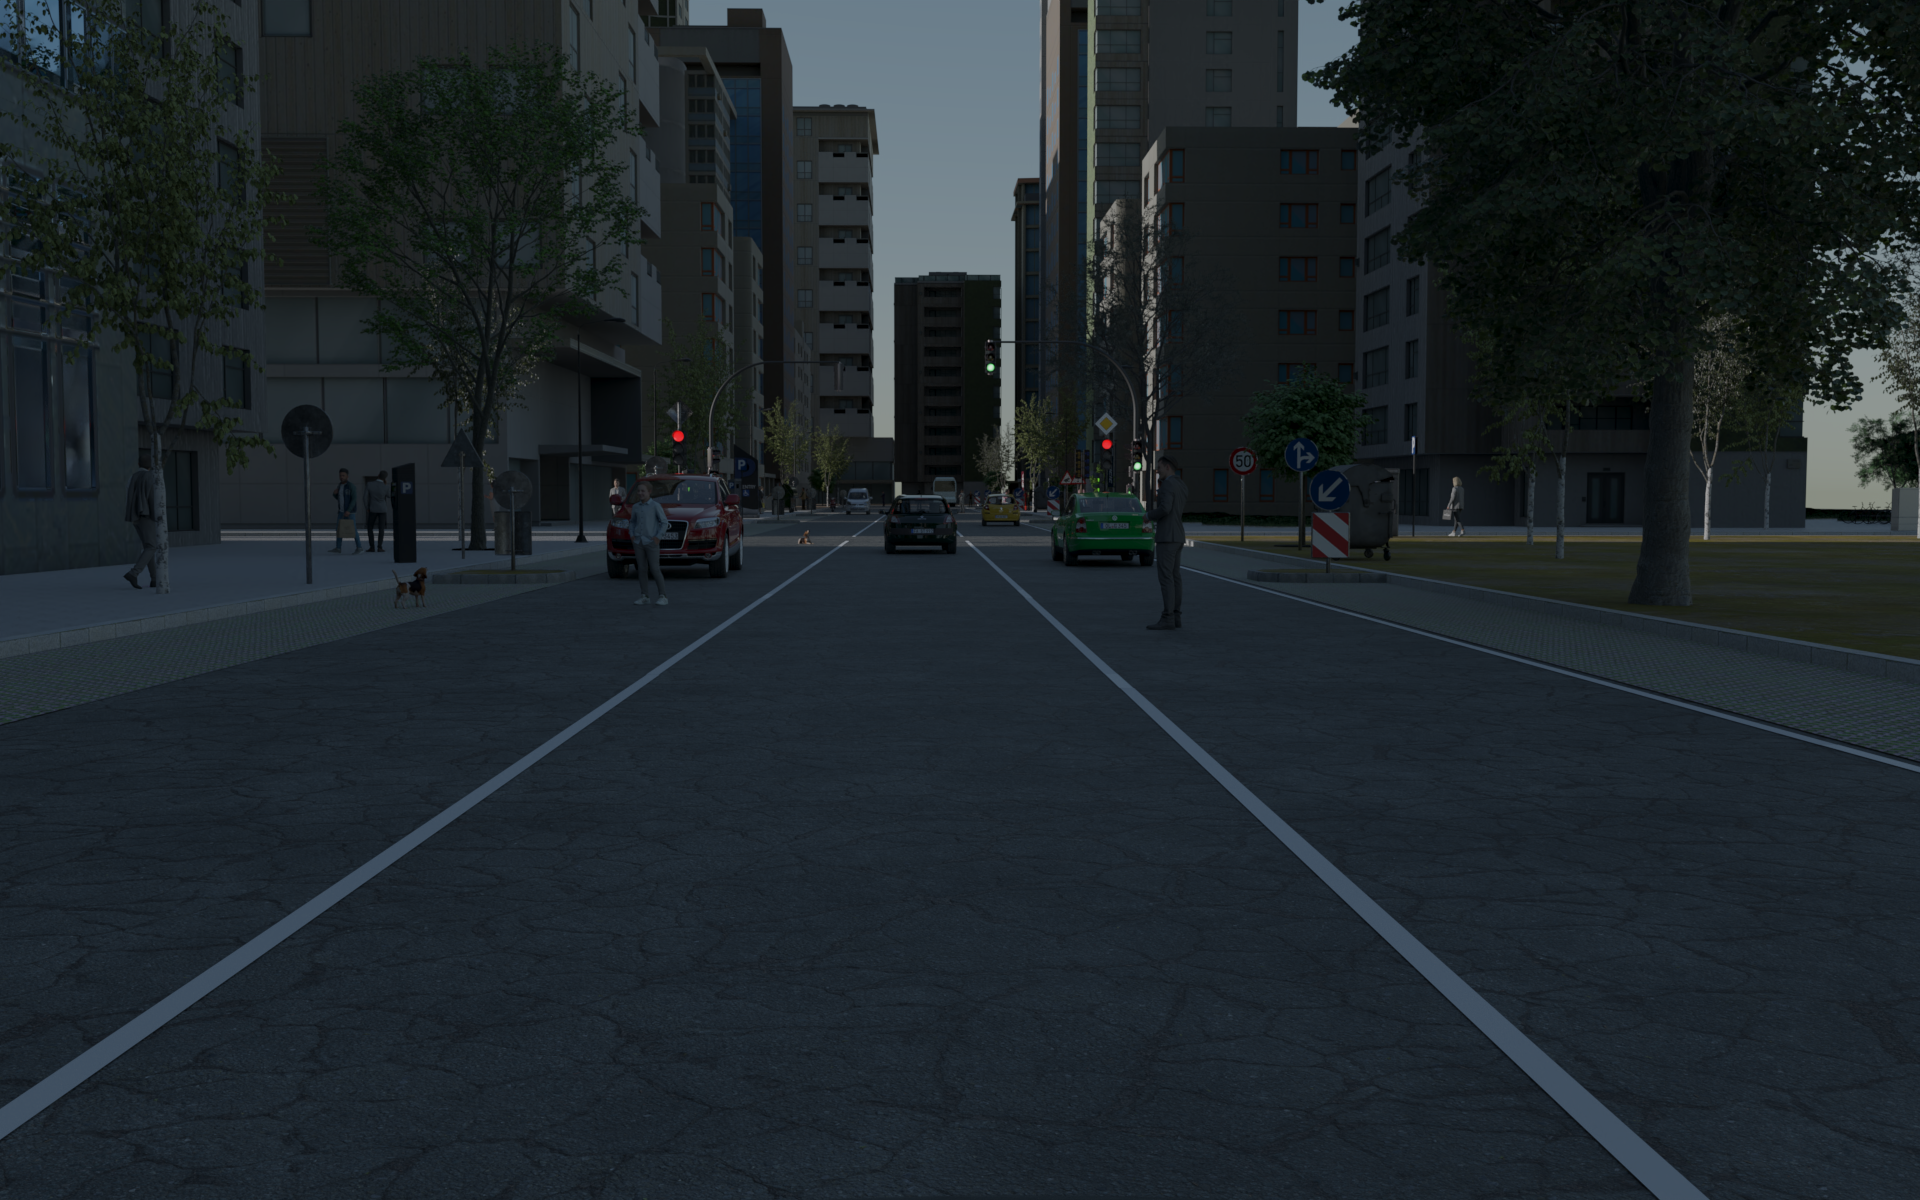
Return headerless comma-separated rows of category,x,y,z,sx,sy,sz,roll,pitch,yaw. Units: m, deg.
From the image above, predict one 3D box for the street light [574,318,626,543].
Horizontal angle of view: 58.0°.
street light,-9.490,-4.475,45.709,1.470,5.913,1.316,0,4,-1

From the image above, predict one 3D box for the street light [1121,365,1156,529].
street light,6.431,-5.514,62.689,1.470,5.913,1.316,0,4,-1

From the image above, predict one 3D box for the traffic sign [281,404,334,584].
traffic sign,-9.290,-1.501,24.654,0.768,2.556,0.104,0,4,4

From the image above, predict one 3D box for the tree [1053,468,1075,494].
tree,6.920,-7.193,112.206,1.663,3.219,1.824,0,3,0

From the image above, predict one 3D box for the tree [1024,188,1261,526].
tree,7.553,-9.754,69.852,12.009,13.543,11.850,0,3,0

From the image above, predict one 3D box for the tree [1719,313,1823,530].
tree,28.874,-6.831,62.049,4.737,8.622,4.395,0,3,0

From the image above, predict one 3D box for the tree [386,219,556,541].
tree,-13.449,-5.928,47.287,4.360,8.622,3.978,0,3,0

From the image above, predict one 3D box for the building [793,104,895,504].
building,-22.736,-39.448,234.216,27.495,52.752,28.713,0,4,-1

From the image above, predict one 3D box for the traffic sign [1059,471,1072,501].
traffic sign,5.890,-5.821,95.183,0.884,2.594,0.081,0,4,4

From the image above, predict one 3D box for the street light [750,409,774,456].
street light,-10.825,-7.449,94.330,1.470,5.913,1.316,0,4,-1

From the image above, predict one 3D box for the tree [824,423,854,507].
tree,-13.403,-13.901,177.639,4.737,8.622,4.395,0,3,0

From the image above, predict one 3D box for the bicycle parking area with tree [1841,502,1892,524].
bicycle parking area with tree,41.495,-5.158,71.342,9.016,4.147,8.231,2,4,25

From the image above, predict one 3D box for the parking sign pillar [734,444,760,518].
parking sign pillar,-11.427,-6.361,92.477,1.447,3.967,1.447,0,4,-4

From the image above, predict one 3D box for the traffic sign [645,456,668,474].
traffic sign,-10.197,-3.552,58.186,0.768,2.556,0.104,0,3,0

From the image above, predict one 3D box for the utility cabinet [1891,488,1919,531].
utility cabinet,32.788,-3.140,60.022,1.173,1.500,0.318,-2,4,-26

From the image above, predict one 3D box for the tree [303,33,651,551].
tree,-10.810,-6.935,39.143,9.928,11.665,9.643,0,3,0

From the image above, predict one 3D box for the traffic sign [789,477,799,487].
traffic sign,-12.147,-7.733,126.537,0.768,2.556,0.104,0,4,3

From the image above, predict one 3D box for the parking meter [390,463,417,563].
parking meter,-10.371,-1.625,32.277,0.399,1.863,0.255,-3,5,-41

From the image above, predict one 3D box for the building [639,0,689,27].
building,-47.022,-48.323,228.329,20.611,71.187,20.563,0,4,-1

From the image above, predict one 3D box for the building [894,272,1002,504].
building,-1.757,-27.921,228.211,14.107,30.474,14.160,0,4,-1

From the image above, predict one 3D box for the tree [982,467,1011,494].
tree,4.112,-13.252,200.377,4.285,4.588,4.351,0,3,0

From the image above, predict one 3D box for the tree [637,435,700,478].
tree,-15.801,-6.744,93.981,4.285,4.588,4.351,0,3,0

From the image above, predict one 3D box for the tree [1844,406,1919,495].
tree,61.873,-8.918,108.718,11.467,7.101,20.602,0,4,-2

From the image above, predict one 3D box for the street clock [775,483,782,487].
street clock,-11.902,-6.670,113.626,0.471,2.002,0.358,-1,4,-22

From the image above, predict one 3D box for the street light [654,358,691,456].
street light,-9.890,-5.310,59.355,1.470,5.913,1.316,0,4,-1

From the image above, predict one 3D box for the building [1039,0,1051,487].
building,18.199,-38.305,168.287,21.231,58.520,28.212,0,4,-1

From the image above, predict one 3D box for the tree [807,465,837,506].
tree,-14.894,-12.455,187.350,4.285,4.588,4.351,0,3,0

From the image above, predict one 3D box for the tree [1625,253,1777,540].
tree,21.102,-6.026,48.894,4.360,8.622,3.978,0,3,0

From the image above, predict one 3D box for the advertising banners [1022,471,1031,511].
advertising banners,5.015,-8.301,131.914,0.090,3.025,2.074,-1,4,-15

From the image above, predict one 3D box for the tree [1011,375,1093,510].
tree,6.084,-9.335,102.994,4.737,8.622,4.395,0,3,0

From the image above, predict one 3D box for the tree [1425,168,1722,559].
tree,11.752,-5.139,34.382,4.737,8.622,4.395,0,3,0

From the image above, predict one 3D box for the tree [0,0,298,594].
tree,-10.260,-4.372,21.846,4.737,8.622,4.395,0,3,0

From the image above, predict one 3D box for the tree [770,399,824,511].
tree,-13.235,-11.105,131.927,4.737,8.622,4.395,0,3,0

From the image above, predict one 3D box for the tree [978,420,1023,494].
tree,4.328,-13.647,173.485,4.360,8.622,3.978,0,3,0

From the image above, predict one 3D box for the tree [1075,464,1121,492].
tree,7.661,-6.110,94.505,1.663,3.219,1.824,0,3,0

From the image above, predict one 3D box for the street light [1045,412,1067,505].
street light,5.497,-7.689,98.262,1.470,5.913,1.316,0,4,-1

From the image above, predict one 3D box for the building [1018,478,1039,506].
building,22.990,-30.831,195.972,32.217,40.220,23.993,0,4,-1

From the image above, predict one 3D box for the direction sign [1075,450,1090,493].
direction sign,6.230,-5.887,88.241,0.876,3.537,0.379,-2,4,-29

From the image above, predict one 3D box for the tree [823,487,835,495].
tree,-14.776,-12.366,196.777,1.663,3.219,1.824,0,3,0

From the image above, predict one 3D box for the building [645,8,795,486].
building,-23.193,-31.460,164.474,14.600,45.320,14.200,0,4,-1

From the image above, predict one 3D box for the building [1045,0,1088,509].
building,14.704,-30.393,147.030,14.600,45.320,14.200,0,4,-1

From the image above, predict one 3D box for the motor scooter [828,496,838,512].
motor scooter,-10.244,-7.761,139.665,0.815,1.314,1.986,0,4,-1

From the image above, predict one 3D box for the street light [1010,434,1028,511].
street light,4.536,-9.880,134.071,1.470,5.913,1.316,0,4,-1

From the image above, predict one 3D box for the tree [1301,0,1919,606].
tree,8.229,-6.928,19.923,9.857,13.997,8.962,0,3,0

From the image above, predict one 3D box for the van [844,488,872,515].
van,-7.144,-7.011,121.646,2.013,2.044,4.112,0,4,-2

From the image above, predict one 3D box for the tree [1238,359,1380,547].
tree,8.487,-3.580,42.252,4.285,4.588,4.351,0,3,0

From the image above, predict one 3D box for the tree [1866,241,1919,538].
tree,28.005,-6.091,49.953,4.360,8.622,3.978,0,3,0

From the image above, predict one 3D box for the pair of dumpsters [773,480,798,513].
pair of dumpsters,-12.144,-7.182,119.913,1.574,2.255,4.437,0,4,-1

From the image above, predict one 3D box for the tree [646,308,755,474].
tree,-10.764,-7.269,69.208,4.737,8.622,4.395,0,3,0

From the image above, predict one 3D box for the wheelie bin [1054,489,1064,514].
wheelie bin,6.054,-6.018,106.301,0.693,1.594,0.980,0,4,-7

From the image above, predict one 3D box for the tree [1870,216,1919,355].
tree,26.306,-7.883,39.258,12.009,13.543,11.850,0,3,0

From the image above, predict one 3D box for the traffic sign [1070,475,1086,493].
traffic sign,6.243,-5.606,91.656,0.884,2.594,0.081,0,4,0

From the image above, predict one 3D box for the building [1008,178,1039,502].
building,19.973,-35.316,232.038,28.867,44.769,22.147,0,4,-1

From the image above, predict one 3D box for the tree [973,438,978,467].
tree,3.569,-15.764,208.098,4.360,8.622,3.978,0,3,0

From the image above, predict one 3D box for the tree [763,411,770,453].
tree,-11.062,-7.702,76.285,4.737,8.622,4.395,0,3,0

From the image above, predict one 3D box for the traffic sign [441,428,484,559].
traffic sign,-9.818,-2.090,34.169,0.884,2.594,0.081,0,4,6

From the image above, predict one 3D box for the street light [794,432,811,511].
street light,-11.794,-9.591,129.357,1.470,5.913,1.316,0,4,-1

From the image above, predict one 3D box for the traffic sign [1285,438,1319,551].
traffic sign,7.735,-2.398,39.313,0.768,2.556,0.104,0,4,-1

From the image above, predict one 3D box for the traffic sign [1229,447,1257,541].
traffic sign,7.656,-2.861,46.882,0.768,2.556,0.104,0,4,3
